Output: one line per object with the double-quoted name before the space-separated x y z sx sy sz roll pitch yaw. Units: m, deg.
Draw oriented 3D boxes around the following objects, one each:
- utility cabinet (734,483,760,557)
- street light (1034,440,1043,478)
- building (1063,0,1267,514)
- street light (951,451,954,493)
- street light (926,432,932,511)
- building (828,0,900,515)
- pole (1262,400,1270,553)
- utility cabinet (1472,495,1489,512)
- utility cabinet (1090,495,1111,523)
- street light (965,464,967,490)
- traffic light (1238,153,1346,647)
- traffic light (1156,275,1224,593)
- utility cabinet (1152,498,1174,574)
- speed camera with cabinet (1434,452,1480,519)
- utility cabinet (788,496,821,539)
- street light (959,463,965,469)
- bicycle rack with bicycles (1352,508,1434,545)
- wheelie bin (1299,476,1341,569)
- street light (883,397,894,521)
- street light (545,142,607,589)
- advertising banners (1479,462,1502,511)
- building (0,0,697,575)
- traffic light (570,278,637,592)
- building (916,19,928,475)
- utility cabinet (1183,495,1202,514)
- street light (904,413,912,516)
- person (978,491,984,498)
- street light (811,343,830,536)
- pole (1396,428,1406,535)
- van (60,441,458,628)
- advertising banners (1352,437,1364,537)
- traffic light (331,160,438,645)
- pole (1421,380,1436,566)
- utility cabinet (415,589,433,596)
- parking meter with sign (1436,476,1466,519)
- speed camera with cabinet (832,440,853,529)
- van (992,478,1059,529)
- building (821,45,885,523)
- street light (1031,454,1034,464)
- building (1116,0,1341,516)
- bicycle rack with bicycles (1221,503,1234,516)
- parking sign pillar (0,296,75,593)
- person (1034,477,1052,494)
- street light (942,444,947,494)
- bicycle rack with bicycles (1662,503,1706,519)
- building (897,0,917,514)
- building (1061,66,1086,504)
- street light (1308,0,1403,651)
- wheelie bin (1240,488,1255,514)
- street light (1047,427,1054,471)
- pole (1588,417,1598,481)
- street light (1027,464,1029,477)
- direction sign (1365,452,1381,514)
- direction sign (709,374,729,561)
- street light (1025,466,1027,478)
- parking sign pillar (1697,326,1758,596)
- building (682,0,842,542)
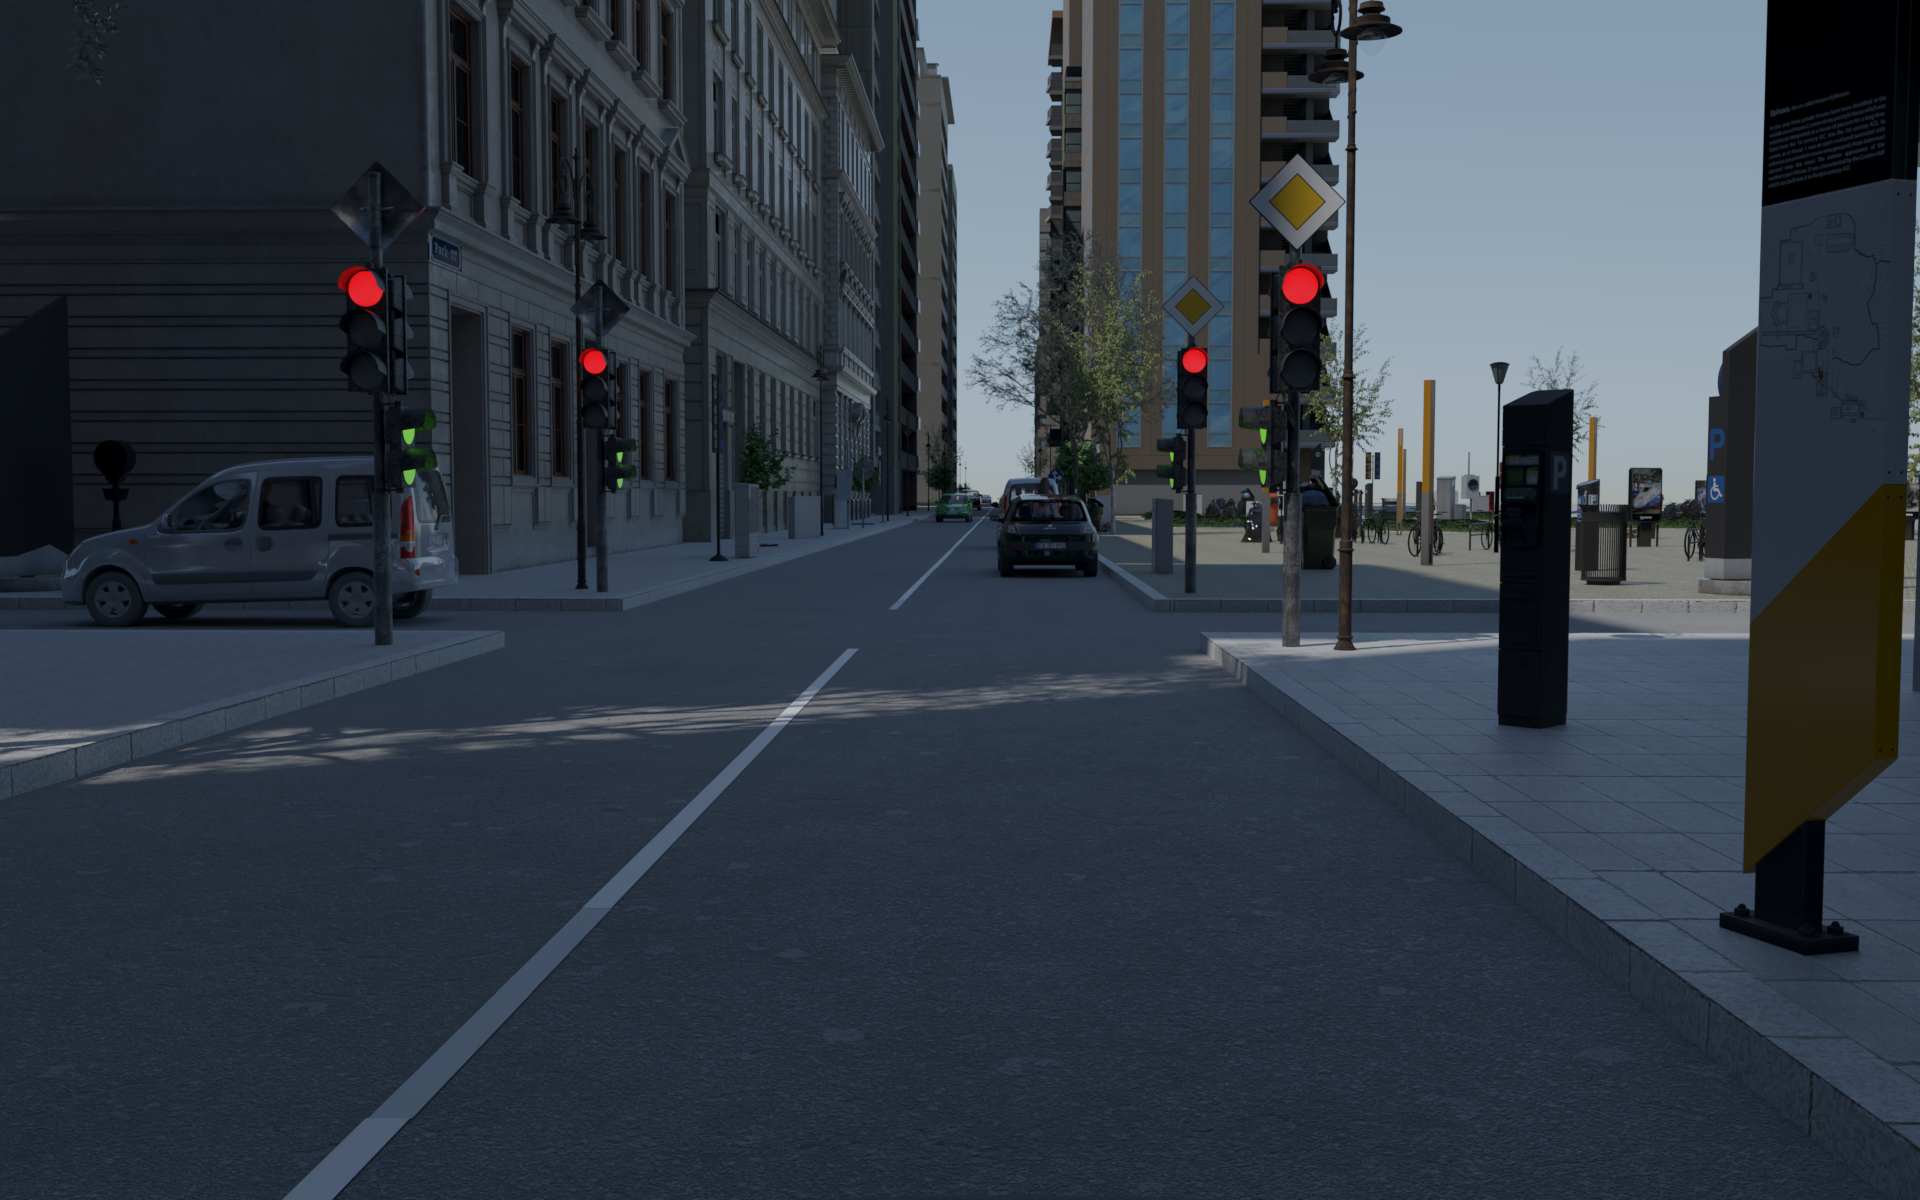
"utility cabinet" -4.296 -1.614 35.060 0.318 1.500 1.173 0 4 3
"street light" 6.655 -10.465 143.891 0.468 5.910 1.993 0 4 2
"building" 15.090 -29.632 134.602 14.600 45.320 14.200 0 4 2
"street light" -0.823 -12.840 182.716 0.468 5.910 1.993 0 4 2
"street light" -2.341 -9.544 128.825 0.468 5.910 1.993 0 4 2
"building" -11.138 -25.749 104.585 14.154 41.232 14.086 0 4 2
"pole" 6.675 -2.684 37.718 0.158 3.312 0.155 0 3 0
"utility cabinet" 27.244 -4.876 90.885 1.020 1.237 0.306 -1 4 -19
"utility cabinet" 6.307 -4.038 77.182 1.020 1.237 0.306 -2 4 -24
"street light" 0.802 -16.438 241.544 0.468 5.910 1.993 0 4 2
"traffic light" 2.766 -1.561 14.451 0.839 4.253 0.868 0 4 2
"traffic light" 2.981 -2.050 22.433 0.839 4.253 0.868 0 4 2
"utility cabinet" 3.321 -1.052 28.368 0.306 1.237 1.020 0 4 3
"speed camera with cabinet" 23.329 -5.321 81.339 2.038 3.252 0.660 -1 4 -10
"utility cabinet" -4.475 -2.360 49.749 0.306 1.237 1.020 3 5 43
"street light" 0.017 -14.639 212.129 0.468 5.910 1.993 0 4 2
"bicycle rack with bicycles" 11.231 -1.931 44.958 2.852 0.926 2.925 1 4 16
"wheelie bin" 6.093 -1.332 29.679 0.693 1.594 0.980 0 4 -4
"street light" -3.446 -6.714 82.565 0.468 5.910 1.993 0 4 2
"street light" -5.118 -3.087 23.265 0.468 5.910 1.993 0 4 2
"advertising banners" 28.872 -6.007 94.406 2.074 3.025 0.090 3 4 37
"building" -12.343 -12.115 34.245 11.583 22.565 21.152 0 4 2
"traffic light" -4.678 -2.061 22.623 0.839 4.253 0.868 0 4 2
"building" -14.908 -32.349 148.509 23.786 49.044 30.456 0 4 2
"utility cabinet" 13.093 -5.272 97.356 1.020 1.237 0.306 0 4 -1
"street light" -3.003 -7.744 99.407 0.468 5.910 1.993 0 4 2
"person" 2.341 -12.932 219.956 1.348 1.821 0.705 1 4 12
"street light" -4.258 -4.912 53.092 0.468 5.910 1.993 0 4 2
"pole" 13.644 -3.661 53.704 0.158 3.312 0.155 0 3 0
"van" -7.797 -0.753 19.326 4.112 2.044 2.013 0 4 1
"advertising banners" 12.053 -3.457 52.706 0.090 3.025 2.074 0 4 3
"traffic light" -4.893 -1.573 14.641 0.839 4.253 0.868 0 4 2
"pole" 8.381 -2.272 30.998 0.158 3.312 0.155 0 3 0
"utility cabinet" -7.210 -0.664 22.023 1.020 1.237 0.306 1 4 21
"parking meter with sign" 20.444 -4.684 72.852 1.738 3.016 0.543 3 5 42
"speed camera with cabinet" -4.361 -4.248 63.792 0.660 3.252 2.038 -1 4 -8
"van" 1.847 -2.377 45.881 2.013 2.044 4.112 0 4 1
"building" -9.885 -15.645 84.681 11.050 23.489 19.941 0 4 2
"street light" 7.564 -12.264 173.303 0.468 5.910 1.993 0 4 2
"building" 14.620 -27.843 105.352 14.600 45.320 14.200 0 4 2
"bicycle rack with bicycles" 12.231 -3.708 74.014 2.852 0.926 2.925 1 4 11
"parking sign pillar" -12.593 -2.121 23.147 1.447 3.967 1.447 2 4 27
"person" 1.977 -1.941 40.238 0.555 1.821 0.388 0 4 -1
"street light" -1.425 -11.363 158.568 0.468 5.910 1.993 0 4 2
"bicycle rack with bicycles" 27.903 -3.312 67.535 2.852 0.926 2.925 2 4 32
"building" -14.246 -30.509 122.518 21.300 48.544 21.600 0 4 2
"building" 14.053 -21.333 120.502 14.160 30.474 14.107 0 4 2
"street light" 3.166 -2.525 14.076 0.468 5.910 1.993 0 4 2
"wheelie bin" 14.267 -4.774 85.967 0.693 1.594 0.980 0 4 0
"street light" 5.949 -8.630 113.883 0.468 5.910 1.993 0 4 2
"pole" 16.790 -3.190 46.001 0.158 3.312 0.155 0 3 0
"street light" 8.161 -13.696 196.715 0.468 5.910 1.993 0 4 2
"direction sign" 22.241 -6.199 93.348 0.876 3.537 0.379 -1 4 -14
"direction sign" -4.625 -2.513 33.086 0.379 3.537 0.876 0 4 4
"street light" 8.910 -15.495 226.131 0.468 5.910 1.993 0 4 2
"parking sign pillar" 10.321 -2.067 22.271 1.447 3.967 1.447 -1 4 -10
"building" -13.509 -13.856 59.832 16.112 22.955 30.059 0 4 2
